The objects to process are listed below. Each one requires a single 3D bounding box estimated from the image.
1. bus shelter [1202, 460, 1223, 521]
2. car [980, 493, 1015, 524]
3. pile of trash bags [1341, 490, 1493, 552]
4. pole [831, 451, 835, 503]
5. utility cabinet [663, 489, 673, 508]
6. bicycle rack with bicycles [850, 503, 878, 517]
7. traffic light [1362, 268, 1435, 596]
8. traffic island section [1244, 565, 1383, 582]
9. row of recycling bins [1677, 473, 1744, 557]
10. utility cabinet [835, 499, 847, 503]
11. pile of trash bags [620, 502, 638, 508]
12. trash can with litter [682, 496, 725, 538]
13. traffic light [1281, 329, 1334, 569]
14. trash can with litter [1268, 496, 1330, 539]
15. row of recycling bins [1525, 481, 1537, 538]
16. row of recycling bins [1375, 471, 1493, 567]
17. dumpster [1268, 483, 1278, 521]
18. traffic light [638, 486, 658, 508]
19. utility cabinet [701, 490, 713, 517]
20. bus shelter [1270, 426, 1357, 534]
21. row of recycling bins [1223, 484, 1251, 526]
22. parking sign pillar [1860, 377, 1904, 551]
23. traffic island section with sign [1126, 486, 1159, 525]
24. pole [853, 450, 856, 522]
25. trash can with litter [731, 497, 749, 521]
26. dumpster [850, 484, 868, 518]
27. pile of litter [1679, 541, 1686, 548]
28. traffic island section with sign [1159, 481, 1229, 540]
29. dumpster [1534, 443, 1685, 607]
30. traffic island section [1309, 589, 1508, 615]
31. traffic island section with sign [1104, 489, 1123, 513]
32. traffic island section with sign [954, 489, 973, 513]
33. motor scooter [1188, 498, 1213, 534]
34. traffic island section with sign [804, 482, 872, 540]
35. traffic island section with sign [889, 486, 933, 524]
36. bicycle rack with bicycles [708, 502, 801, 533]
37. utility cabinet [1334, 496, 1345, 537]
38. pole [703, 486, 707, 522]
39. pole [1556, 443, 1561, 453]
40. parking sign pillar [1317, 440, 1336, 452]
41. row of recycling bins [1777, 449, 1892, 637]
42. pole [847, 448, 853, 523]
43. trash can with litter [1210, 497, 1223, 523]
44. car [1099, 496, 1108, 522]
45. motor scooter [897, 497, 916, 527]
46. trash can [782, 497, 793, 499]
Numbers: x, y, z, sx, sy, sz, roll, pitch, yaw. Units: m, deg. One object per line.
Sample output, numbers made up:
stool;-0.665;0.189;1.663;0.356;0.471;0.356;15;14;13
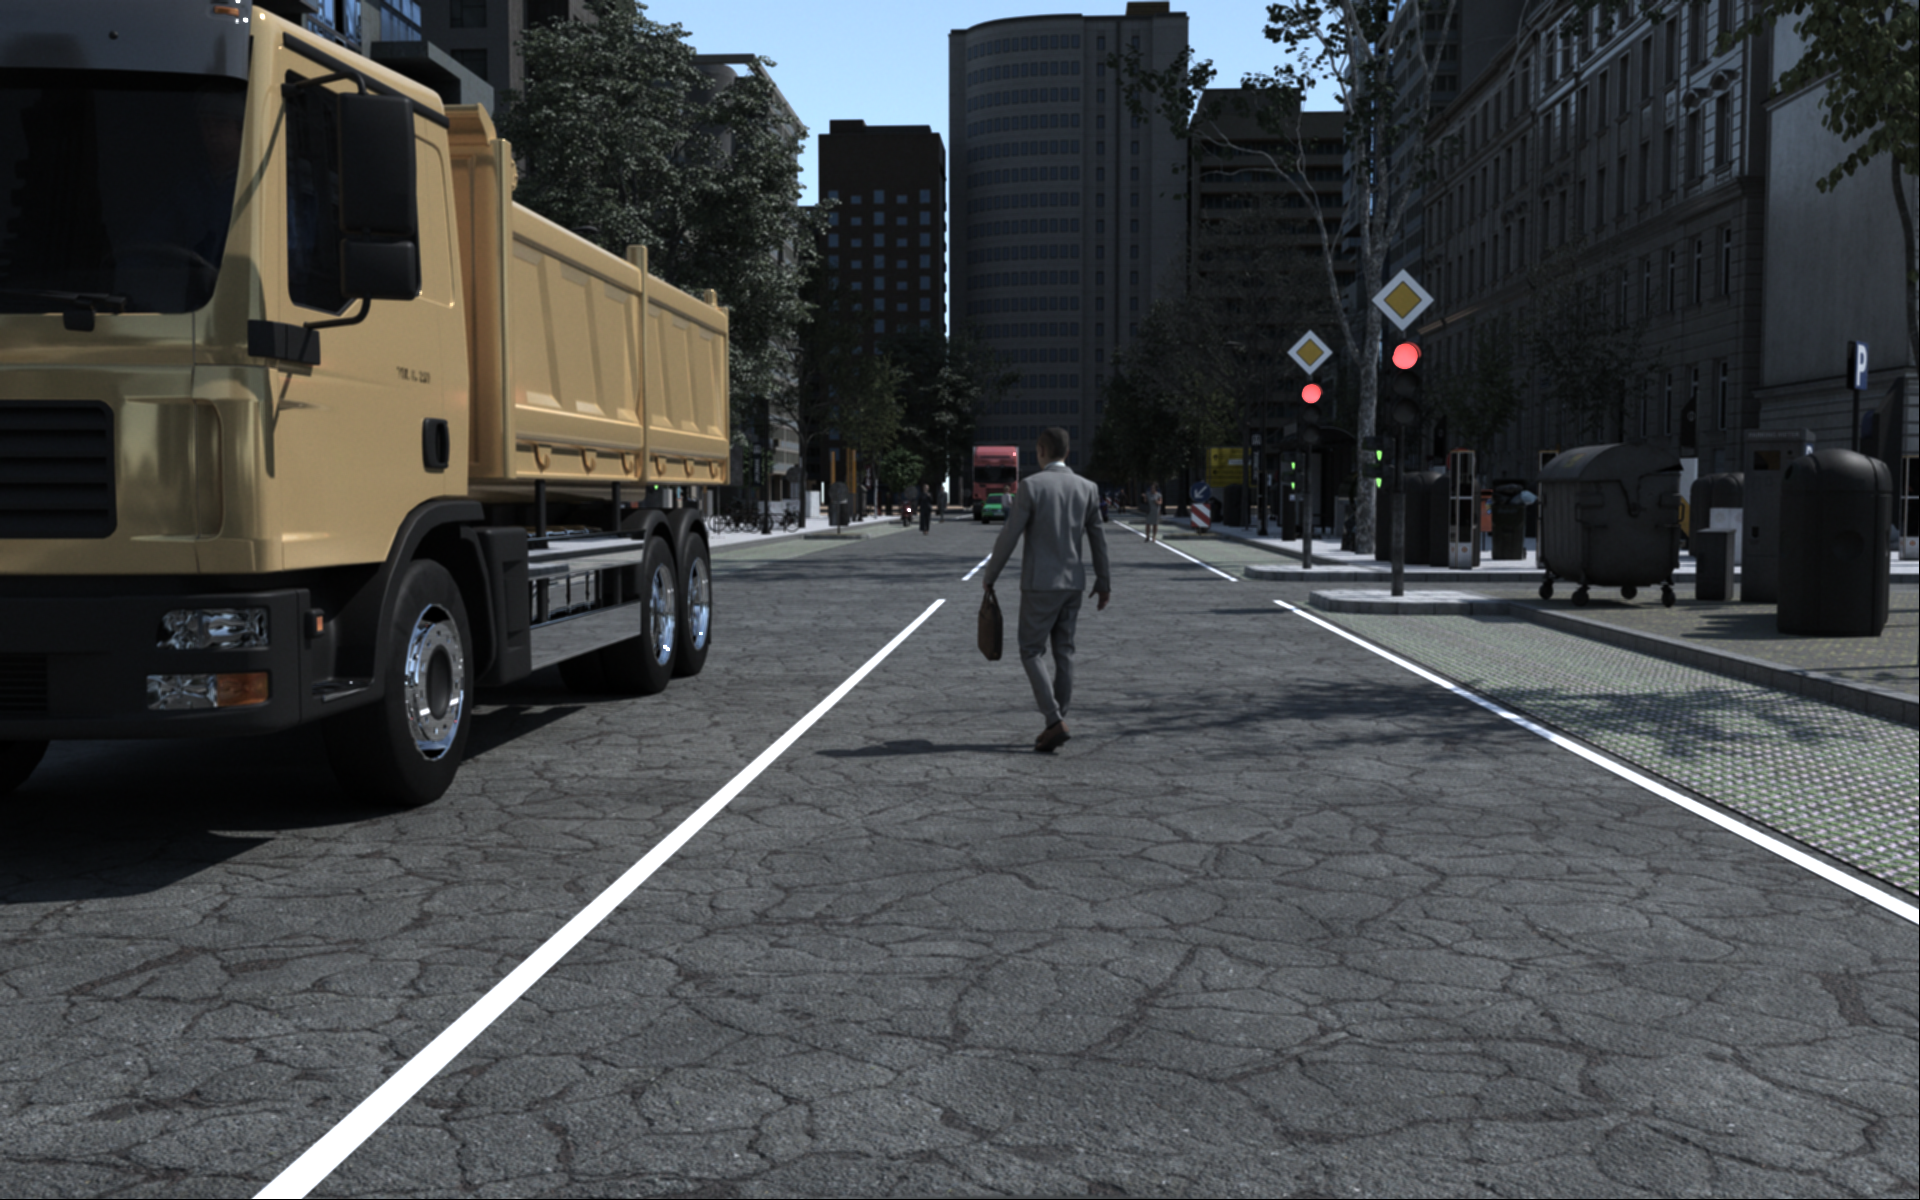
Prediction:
bus shelter;12.506;-5.315;80.816;2.014;3.302;5.546;0;4;3
car;2.002;-4.592;83.869;1.959;1.807;4.718;0;4;4
pile of trash bags;10.289;-1.776;38.784;3.447;1.369;1.912;1;4;13
pole;-6.051;-5.420;82.460;0.158;3.312;0.155;0;3;0
utility cabinet;-12.438;-3.844;71.533;1.173;1.500;0.318;2;4;24
bicycle rack with bicycles;-6.053;-5.146;97.524;2.925;0.926;2.852;-1;4;-13
traffic light;5.486;-2.004;21.681;0.839;4.253;0.868;0;4;3
traffic island section;5.984;-0.458;29.765;2.009;0.180;2.903;0;4;3
row of recycling bins;15.235;-1.683;34.628;1.069;1.692;3.534;1;4;15
utility cabinet;-5.947;-4.660;87.357;0.306;1.237;1.020;2;4;32
pile of trash bags;-15.632;-4.197;78.377;3.447;1.369;1.912;2;4;35
trash can with litter;-8.123;-2.414;50.529;2.233;1.210;1.678;2;4;28
traffic light;5.945;-2.491;29.653;0.839;4.253;0.868;0;4;3
trash can with litter;9.857;-2.373;49.859;1.678;1.210;2.233;0;4;-1
row of recycling bins;17.047;-2.719;51.564;1.069;1.692;3.534;-2;4;-23
row of recycling bins;8.565;-1.519;31.950;1.069;1.692;3.534;0;4;-6
dumpster;15.665;-4.776;83.839;1.264;1.857;1.865;0;4;3
traffic light;-5.548;-2.531;30.297;0.839;4.253;0.868;0;4;3
utility cabinet;-13.972;-5.326;95.765;0.318;1.500;1.173;-2;4;-26
bus shelter;11.091;-3.697;54.374;2.014;3.302;5.546;0;4;3
row of recycling bins;11.492;-3.968;71.996;1.069;1.692;3.534;1;4;15
parking sign pillar;21.007;-3.123;39.527;1.447;3.967;1.447;-3;5;-40
traffic island section with sign;8.985;-4.468;81.678;1.989;1.847;2.006;0;4;3
pole;-4.888;-5.250;79.678;0.158;3.312;0.155;0;3;0
trash can with litter;-9.927;-4.144;79.139;1.055;1.170;0.624;0;4;-5
dumpster;-5.768;-5.447;94.825;1.264;1.857;1.865;0;4;3
pile of litter;17.048;-1.702;41.801;1.176;0.858;1.719;3;4;37
traffic island section with sign;7.415;-2.813;54.612;1.989;1.847;2.006;0;4;3
dumpster;7.625;-0.893;20.365;1.264;1.857;1.865;0;4;3
traffic island section;5.525;0.030;21.793;2.009;0.180;2.903;0;4;3
traffic island section with sign;11.852;-7.514;131.483;1.989;1.847;2.006;0;4;3
traffic island section with sign;0.605;-7.552;132.101;1.989;1.847;2.006;0;4;3
motor scooter;7.912;-2.699;56.902;0.815;1.314;1.986;0;4;2
traffic island section with sign;-3.844;-2.838;55.034;1.989;1.847;2.006;0;4;3
traffic island section with sign;-2.284;-4.494;82.104;1.989;1.847;2.006;0;4;3
bicycle rack with bicycles;-7.105;-2.718;57.815;2.925;0.926;2.852;1;4;18
utility cabinet;11.629;-2.454;51.283;1.020;1.237;0.306;0;4;-3
pole;-11.924;-5.326;80.916;0.158;3.312;0.155;0;3;0
pole;24.089;-4.647;69.823;0.158;3.312;0.155;0;3;0
parking sign pillar;17.319;-5.673;81.231;1.447;3.967;1.447;2;4;29
row of recycling bins;8.621;-0.608;17.052;1.069;1.692;3.534;2;4;26
pole;-4.932;-5.061;76.597;0.158;3.312;0.155;0;3;0
trash can with litter;11.665;-4.038;77.413;1.055;1.170;0.624;2;4;23
car;6.691;-4.687;89.220;1.945;1.354;3.894;0;4;1
motor scooter;-2.337;-3.866;75.980;0.815;1.314;1.986;0;4;2
trash can;-9.678;-5.247;97.446;0.748;1.137;0.748;0;3;0
